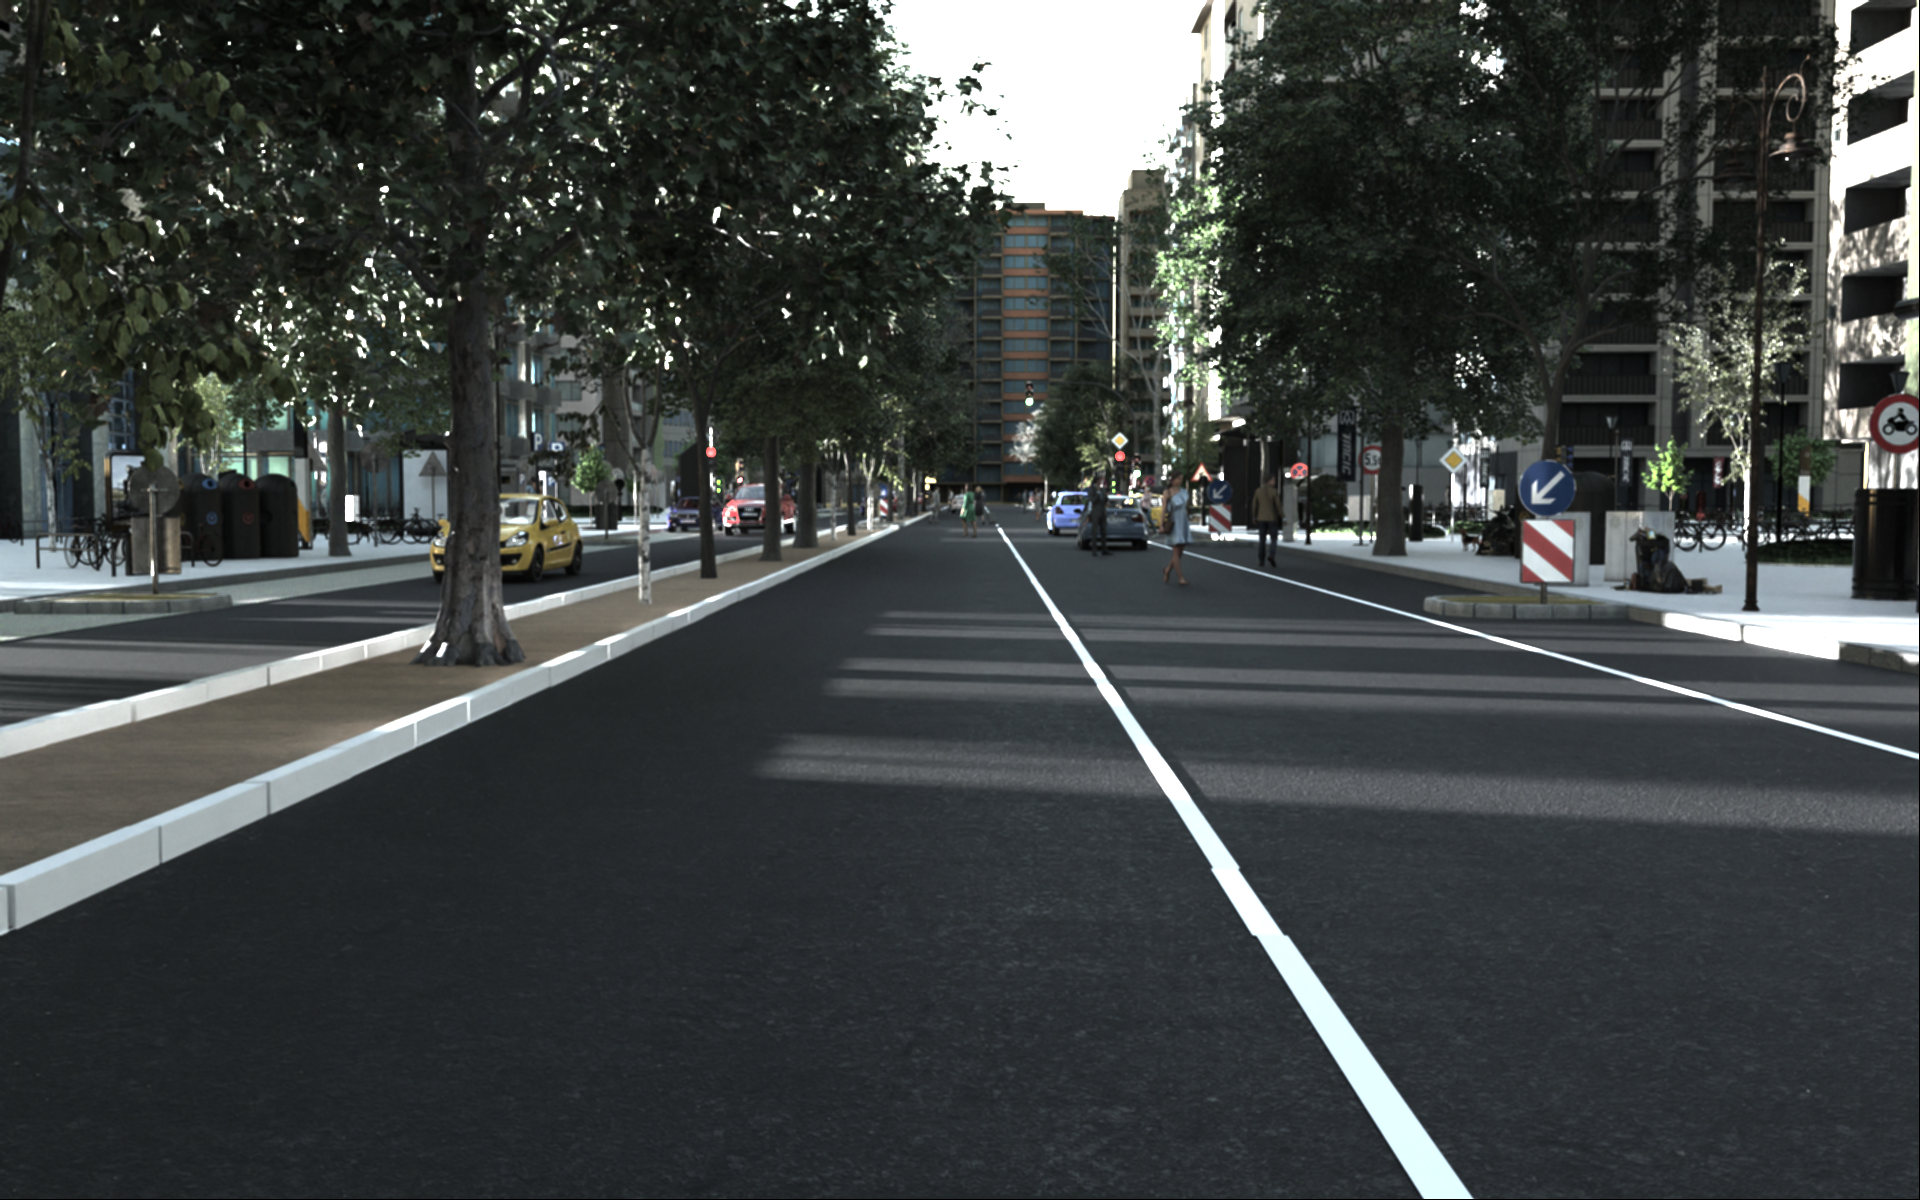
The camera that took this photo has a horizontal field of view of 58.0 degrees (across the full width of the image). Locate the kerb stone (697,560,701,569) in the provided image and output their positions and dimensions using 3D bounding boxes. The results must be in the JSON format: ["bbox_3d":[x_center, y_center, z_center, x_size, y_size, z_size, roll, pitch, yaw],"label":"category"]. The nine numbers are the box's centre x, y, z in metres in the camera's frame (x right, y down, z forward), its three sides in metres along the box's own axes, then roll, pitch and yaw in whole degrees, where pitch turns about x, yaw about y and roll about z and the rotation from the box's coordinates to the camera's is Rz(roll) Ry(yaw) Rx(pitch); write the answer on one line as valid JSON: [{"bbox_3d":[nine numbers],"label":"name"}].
[{"bbox_3d":[-5.015,-0.650,32.828,0.120,0.150,1.000,0,4,1],"label":"kerb stone"}]

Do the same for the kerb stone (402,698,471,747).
[{"bbox_3d":[-3.128,0.729,10.283,0.120,0.150,1.000,0,4,1],"label":"kerb stone"}]

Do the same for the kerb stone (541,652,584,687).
[{"bbox_3d":[-3.091,0.541,13.353,0.120,0.150,1.000,0,4,1],"label":"kerb stone"}]

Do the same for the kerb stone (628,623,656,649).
[{"bbox_3d":[-3.065,0.354,16.433,0.120,0.150,1.000,0,4,1],"label":"kerb stone"}]

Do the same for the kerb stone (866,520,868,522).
[{"bbox_3d":[-4.561,-3.632,81.586,0.120,0.150,1.000,0,4,1],"label":"kerb stone"}]

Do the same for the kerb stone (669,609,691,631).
[{"bbox_3d":[-3.042,0.227,18.487,0.120,0.150,1.000,0,4,1],"label":"kerb stone"}]

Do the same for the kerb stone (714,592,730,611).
[{"bbox_3d":[-3.023,0.039,21.555,0.120,0.150,1.000,0,4,1],"label":"kerb stone"}]

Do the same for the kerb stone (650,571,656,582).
[{"bbox_3d":[-5.060,-0.338,27.715,0.120,0.150,1.000,0,4,1],"label":"kerb stone"}]

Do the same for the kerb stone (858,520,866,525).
[{"bbox_3d":[-4.564,-3.569,80.553,0.120,0.150,1.000,0,4,1],"label":"kerb stone"}]

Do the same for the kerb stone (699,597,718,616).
[{"bbox_3d":[-3.030,0.103,20.531,0.120,0.150,1.000,0,4,1],"label":"kerb stone"}]

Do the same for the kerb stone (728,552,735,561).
[{"bbox_3d":[-4.976,-0.898,36.925,0.120,0.150,1.000,0,4,1],"label":"kerb stone"}]

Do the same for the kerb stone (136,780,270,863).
[{"bbox_3d":[-3.151,0.920,7.214,0.120,0.150,1.000,0,4,1],"label":"kerb stone"}]

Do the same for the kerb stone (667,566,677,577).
[{"bbox_3d":[-5.051,-0.463,29.759,0.120,0.150,1.000,0,4,1],"label":"kerb stone"}]

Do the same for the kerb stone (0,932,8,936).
[{"bbox_3d":[-3.175,1.042,5.158,0.120,0.150,1.000,0,4,1],"label":"kerb stone"}]

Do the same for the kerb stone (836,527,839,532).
[{"bbox_3d":[-4.715,-2.593,64.593,0.120,0.150,1.000,0,4,1],"label":"kerb stone"}]

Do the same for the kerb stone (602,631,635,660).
[{"bbox_3d":[-3.073,0.416,15.402,0.120,0.150,1.000,0,4,1],"label":"kerb stone"}]

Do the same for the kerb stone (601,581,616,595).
[{"bbox_3d":[-5.096,-0.147,24.641,0.120,0.150,1.000,0,4,1],"label":"kerb stone"}]

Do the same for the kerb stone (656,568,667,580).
[{"bbox_3d":[-5.056,-0.397,28.738,0.120,0.150,1.000,0,4,1],"label":"kerb stone"}]

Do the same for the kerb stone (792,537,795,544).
[{"bbox_3d":[-4.859,-1.645,49.218,0.120,0.150,1.000,0,4,1],"label":"kerb stone"}]

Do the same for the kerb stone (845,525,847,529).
[{"bbox_3d":[-4.677,-2.844,68.694,0.120,0.150,1.000,0,4,1],"label":"kerb stone"}]

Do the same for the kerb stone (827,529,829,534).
[{"bbox_3d":[-4.762,-2.343,60.500,0.120,0.150,1.000,0,4,1],"label":"kerb stone"}]

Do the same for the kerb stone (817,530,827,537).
[{"bbox_3d":[-4.765,-2.279,59.462,0.120,0.150,1.000,0,4,1],"label":"kerb stone"}]

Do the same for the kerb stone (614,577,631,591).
[{"bbox_3d":[-5.081,-0.212,25.667,0.120,0.150,1.000,0,4,1],"label":"kerb stone"}]

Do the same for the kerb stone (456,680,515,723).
[{"bbox_3d":[-3.118,0.668,11.309,0.120,0.150,1.000,0,4,1],"label":"kerb stone"}]

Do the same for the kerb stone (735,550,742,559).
[{"bbox_3d":[-4.961,-0.960,37.947,0.120,0.150,1.000,0,4,1],"label":"kerb stone"}]

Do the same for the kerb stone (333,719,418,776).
[{"bbox_3d":[-3.135,0.791,9.260,0.120,0.150,1.000,0,4,1],"label":"kerb stone"}]

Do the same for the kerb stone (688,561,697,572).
[{"bbox_3d":[-5.021,-0.583,31.806,0.120,0.150,1.000,0,4,1],"label":"kerb stone"}]

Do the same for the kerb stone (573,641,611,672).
[{"bbox_3d":[-3.088,0.478,14.380,0.120,0.150,1.000,0,4,1],"label":"kerb stone"}]

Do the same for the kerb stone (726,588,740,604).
[{"bbox_3d":[-3.024,-0.023,22.577,0.120,0.150,1.000,0,4,1],"label":"kerb stone"}]

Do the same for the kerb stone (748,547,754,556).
[{"bbox_3d":[-4.952,-1.089,40.001,0.120,0.150,1.000,0,4,1],"label":"kerb stone"}]

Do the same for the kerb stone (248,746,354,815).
[{"bbox_3d":[-3.137,0.855,8.238,0.120,0.150,1.000,0,4,1],"label":"kerb stone"}]

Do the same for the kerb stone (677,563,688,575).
[{"bbox_3d":[-5.032,-0.525,30.784,0.120,0.150,1.000,0,4,1],"label":"kerb stone"}]

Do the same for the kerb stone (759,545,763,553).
[{"bbox_3d":[-4.928,-1.214,42.050,0.120,0.150,1.000,0,4,1],"label":"kerb stone"}]

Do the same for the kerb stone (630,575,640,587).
[{"bbox_3d":[-5.073,-0.275,26.689,0.120,0.150,1.000,0,4,1],"label":"kerb stone"}]

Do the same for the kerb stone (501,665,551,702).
[{"bbox_3d":[-3.112,0.603,12.331,0.120,0.150,1.000,0,4,1],"label":"kerb stone"}]

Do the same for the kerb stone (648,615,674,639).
[{"bbox_3d":[-3.055,0.289,17.465,0.120,0.150,1.000,0,4,1],"label":"kerb stone"}]

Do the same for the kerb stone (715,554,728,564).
[{"bbox_3d":[-4.990,-0.838,35.899,0.120,0.150,1.000,0,4,1],"label":"kerb stone"}]

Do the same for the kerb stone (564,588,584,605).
[{"bbox_3d":[-5.111,-0.024,22.590,0.120,0.150,1.000,0,4,1],"label":"kerb stone"}]

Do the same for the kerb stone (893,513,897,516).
[{"bbox_3d":[-4.226,-5.758,116.410,0.120,0.150,1.000,0,4,1],"label":"kerb stone"}]

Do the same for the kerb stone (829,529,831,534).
[{"bbox_3d":[-4.747,-2.405,61.524,0.120,0.150,1.000,0,4,1],"label":"kerb stone"}]

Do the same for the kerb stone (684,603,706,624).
[{"bbox_3d":[-3.029,0.165,19.509,0.120,0.150,1.000,0,4,1],"label":"kerb stone"}]

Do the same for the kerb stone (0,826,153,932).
[{"bbox_3d":[-3.159,0.979,6.192,0.120,0.150,1.000,0,4,1],"label":"kerb stone"}]

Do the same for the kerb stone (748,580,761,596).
[{"bbox_3d":[-2.984,-0.148,24.623,0.120,0.150,1.000,0,4,1],"label":"kerb stone"}]

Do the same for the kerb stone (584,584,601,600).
[{"bbox_3d":[-5.098,-0.087,23.619,0.120,0.150,1.000,0,4,1],"label":"kerb stone"}]

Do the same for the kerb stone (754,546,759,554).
[{"bbox_3d":[-4.938,-1.146,41.028,0.120,0.150,1.000,0,4,1],"label":"kerb stone"}]

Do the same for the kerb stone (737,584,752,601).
[{"bbox_3d":[-2.999,-0.086,23.601,0.120,0.150,1.000,0,4,1],"label":"kerb stone"}]

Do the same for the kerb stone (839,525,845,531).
[{"bbox_3d":[-4.693,-2.781,67.668,0.120,0.150,1.000,0,4,1],"label":"kerb stone"}]

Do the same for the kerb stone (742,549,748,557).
[{"bbox_3d":[-4.955,-1.023,38.972,0.120,0.150,1.000,0,4,1],"label":"kerb stone"}]

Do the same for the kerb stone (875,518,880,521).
[{"bbox_3d":[-4.438,-4.384,93.880,0.120,0.150,1.000,0,4,1],"label":"kerb stone"}]

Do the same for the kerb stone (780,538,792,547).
[{"bbox_3d":[-4.867,-1.590,48.189,0.120,0.150,1.000,0,4,1],"label":"kerb stone"}]
